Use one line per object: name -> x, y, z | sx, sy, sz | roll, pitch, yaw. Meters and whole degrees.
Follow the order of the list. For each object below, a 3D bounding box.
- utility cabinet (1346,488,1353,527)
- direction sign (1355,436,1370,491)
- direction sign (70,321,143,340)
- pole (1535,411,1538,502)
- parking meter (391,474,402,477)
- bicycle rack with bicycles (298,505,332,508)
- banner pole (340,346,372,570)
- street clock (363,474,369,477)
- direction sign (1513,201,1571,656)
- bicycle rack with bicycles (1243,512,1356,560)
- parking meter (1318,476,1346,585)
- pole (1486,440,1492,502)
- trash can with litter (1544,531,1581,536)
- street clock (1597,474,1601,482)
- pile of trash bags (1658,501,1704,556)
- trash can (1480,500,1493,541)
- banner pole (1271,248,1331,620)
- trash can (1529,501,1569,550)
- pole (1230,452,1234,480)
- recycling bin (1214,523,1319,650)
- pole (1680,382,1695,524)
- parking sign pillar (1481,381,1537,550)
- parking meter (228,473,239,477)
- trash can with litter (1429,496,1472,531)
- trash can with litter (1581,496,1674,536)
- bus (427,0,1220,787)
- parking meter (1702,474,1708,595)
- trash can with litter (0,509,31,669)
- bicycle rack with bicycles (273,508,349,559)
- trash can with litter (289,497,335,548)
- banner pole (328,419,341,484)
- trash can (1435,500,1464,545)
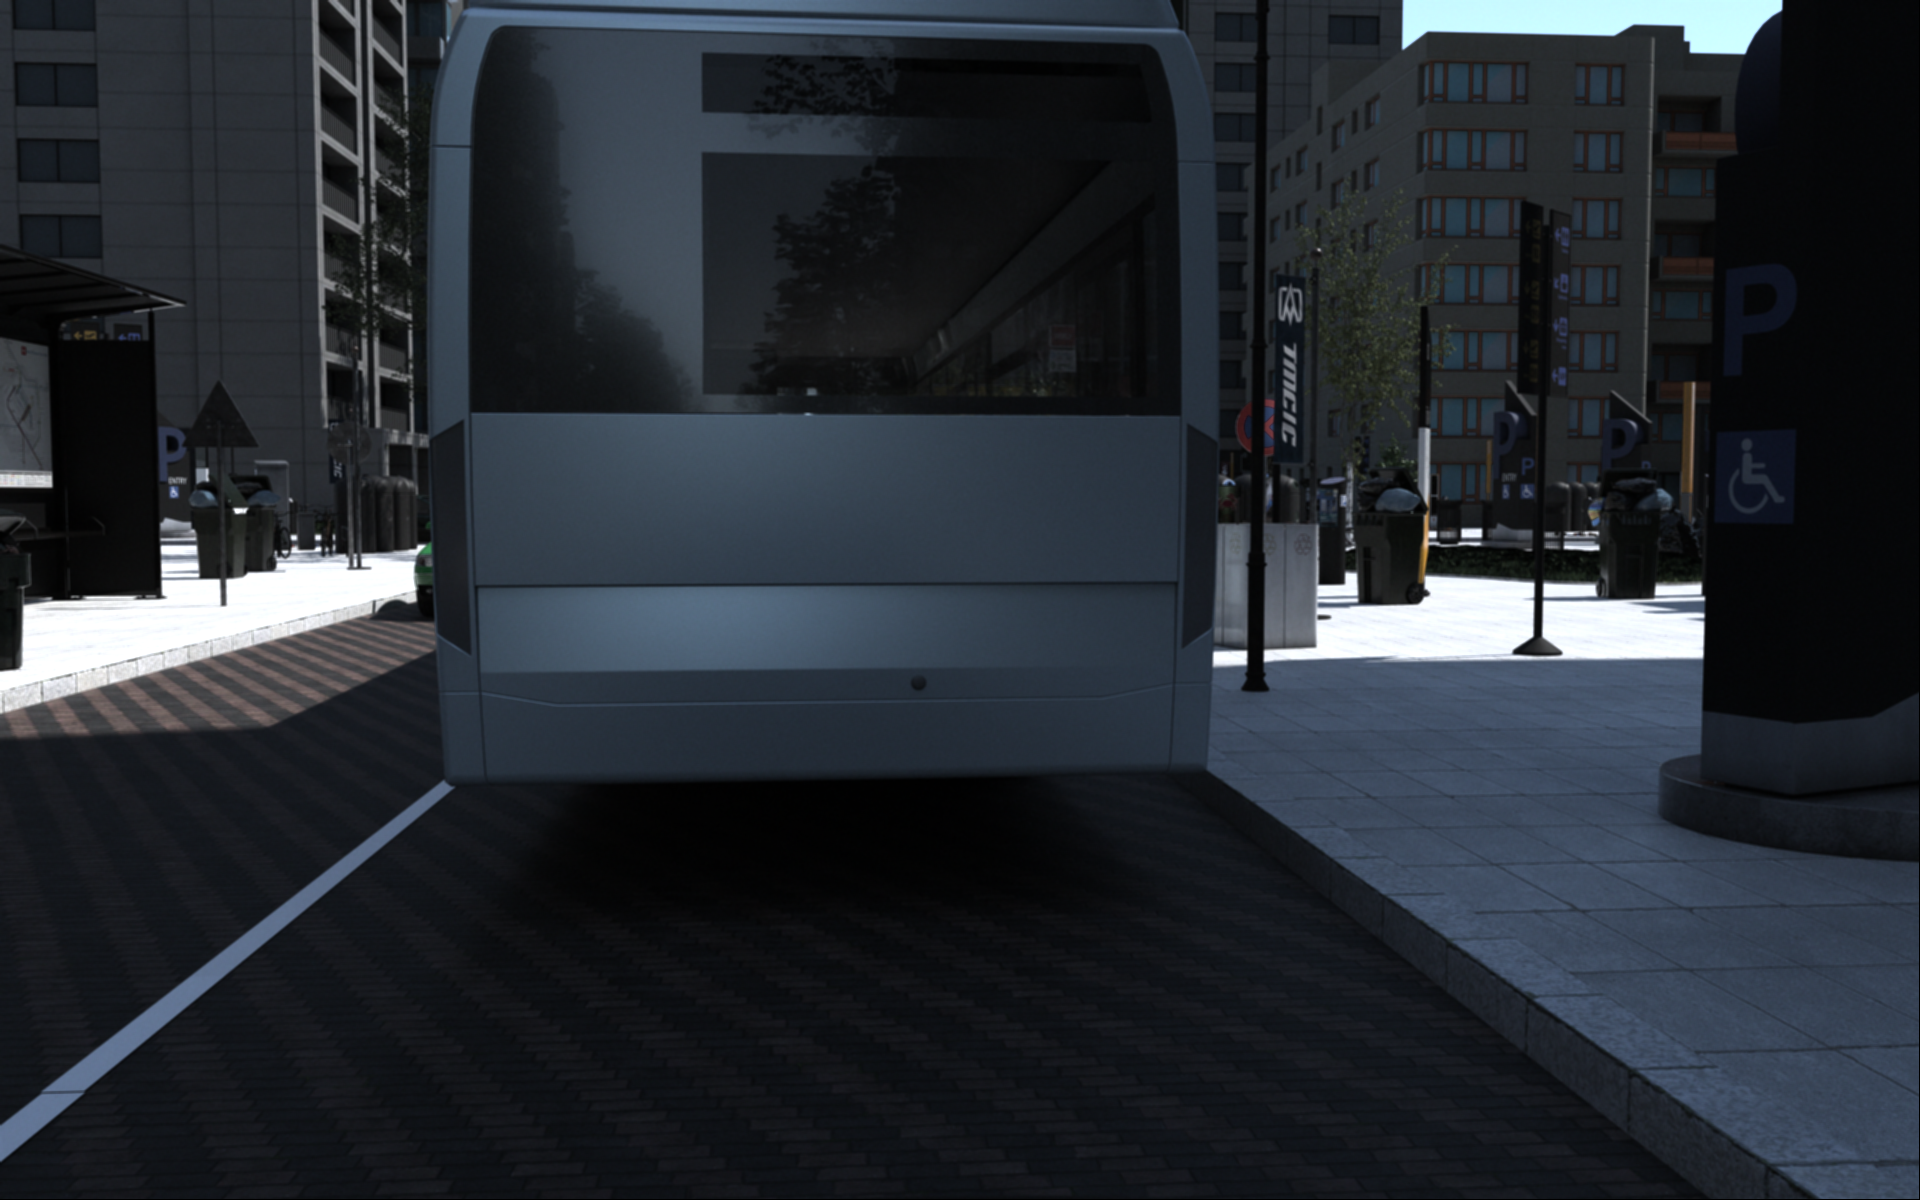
utility cabinet -> 14.586, -3.483, 65.625 | 0.318, 1.500, 1.173 | 2, 4, 25
direction sign -> 15.785, -4.653, 68.069 | 0.379, 3.537, 0.876 | -2, 4, -25
direction sign -> -11.266, -1.895, 22.974 | 0.876, 3.537, 0.379 | -3, 5, -41
pole -> 14.157, -2.964, 42.309 | 0.158, 3.312, 0.155 | 0, 3, 0
parking meter -> -16.688, -2.797, 51.442 | 0.255, 1.863, 0.399 | 1, 4, 14
bicycle rack with bicycles -> -22.134, -2.791, 59.012 | 2.852, 0.926, 2.925 | -3, 5, -43
banner pole -> -10.144, -2.396, 29.185 | 0.401, 3.779, 0.863 | -1, 4, -23
street clock -> -21.825, -3.616, 63.696 | 0.358, 2.002, 0.471 | -1, 4, -18
direction sign -> 4.634, -1.333, 13.789 | 0.379, 3.537, 0.876 | 3, 5, 42
bicycle rack with bicycles -> 6.381, -1.203, 33.058 | 2.925, 0.926, 2.852 | 0, 4, 7
parking meter -> 5.288, -0.990, 24.592 | 0.372, 1.533, 0.369 | 0, 3, 0
pole -> 19.961, -4.377, 65.399 | 0.158, 3.312, 0.155 | 0, 3, 0
trash can with litter -> 18.999, -2.571, 53.086 | 2.233, 1.210, 1.678 | 2, 4, 31
street clock -> 23.574, -3.611, 63.614 | 0.358, 2.002, 0.471 | 3, 5, 43
pile of trash bags -> 12.970, -1.159, 28.698 | 1.912, 1.369, 3.447 | -1, 4, -16
trash can -> 13.300, -1.921, 43.062 | 0.748, 1.137, 0.748 | 0, 3, 0
banner pole -> 3.445, -1.686, 17.586 | 0.863, 3.779, 0.401 | -3, 5, -39
trash can -> 11.798, -1.411, 34.725 | 0.748, 1.137, 0.748 | 0, 3, 0
pole -> 13.295, -5.558, 84.709 | 0.158, 3.312, 0.155 | 0, 3, 0
recycling bin -> 2.536, -0.127, 14.637 | 0.722, 1.027, 0.722 | -2, 4, -23
pole -> 13.272, -2.309, 31.603 | 0.158, 3.312, 0.155 | 0, 3, 0
parking sign pillar -> 12.982, -3.186, 40.558 | 1.447, 3.967, 1.447 | -1, 4, -10
parking meter -> -20.536, -2.654, 49.108 | 0.255, 1.863, 0.399 | 0, 4, -5
trash can with litter -> 16.861, -3.018, 60.398 | 1.678, 1.210, 2.233 | 0, 4, -6
trash can with litter -> 15.614, -1.722, 39.216 | 1.678, 1.210, 2.233 | -2, 4, -33
bus -> -1.116, -1.059, 12.180 | 2.948, 3.499, 13.247 | 0, 4, -6
parking meter -> 9.599, -0.825, 21.900 | 0.372, 1.533, 0.369 | 0, 3, 0
trash can with litter -> -7.351, -0.078, 12.669 | 1.055, 1.170, 0.624 | 1, 4, 19
bicycle rack with bicycles -> -13.706, -1.357, 35.564 | 2.852, 0.926, 2.925 | -1, 4, -21
trash can with litter -> -15.815, -1.866, 41.572 | 2.233, 1.210, 1.678 | 0, 4, 4
banner pole -> -18.124, -3.724, 50.912 | 0.863, 3.779, 0.401 | -2, 4, -30
trash can -> 12.442, -1.981, 44.039 | 0.748, 1.137, 0.748 | 0, 3, 0
